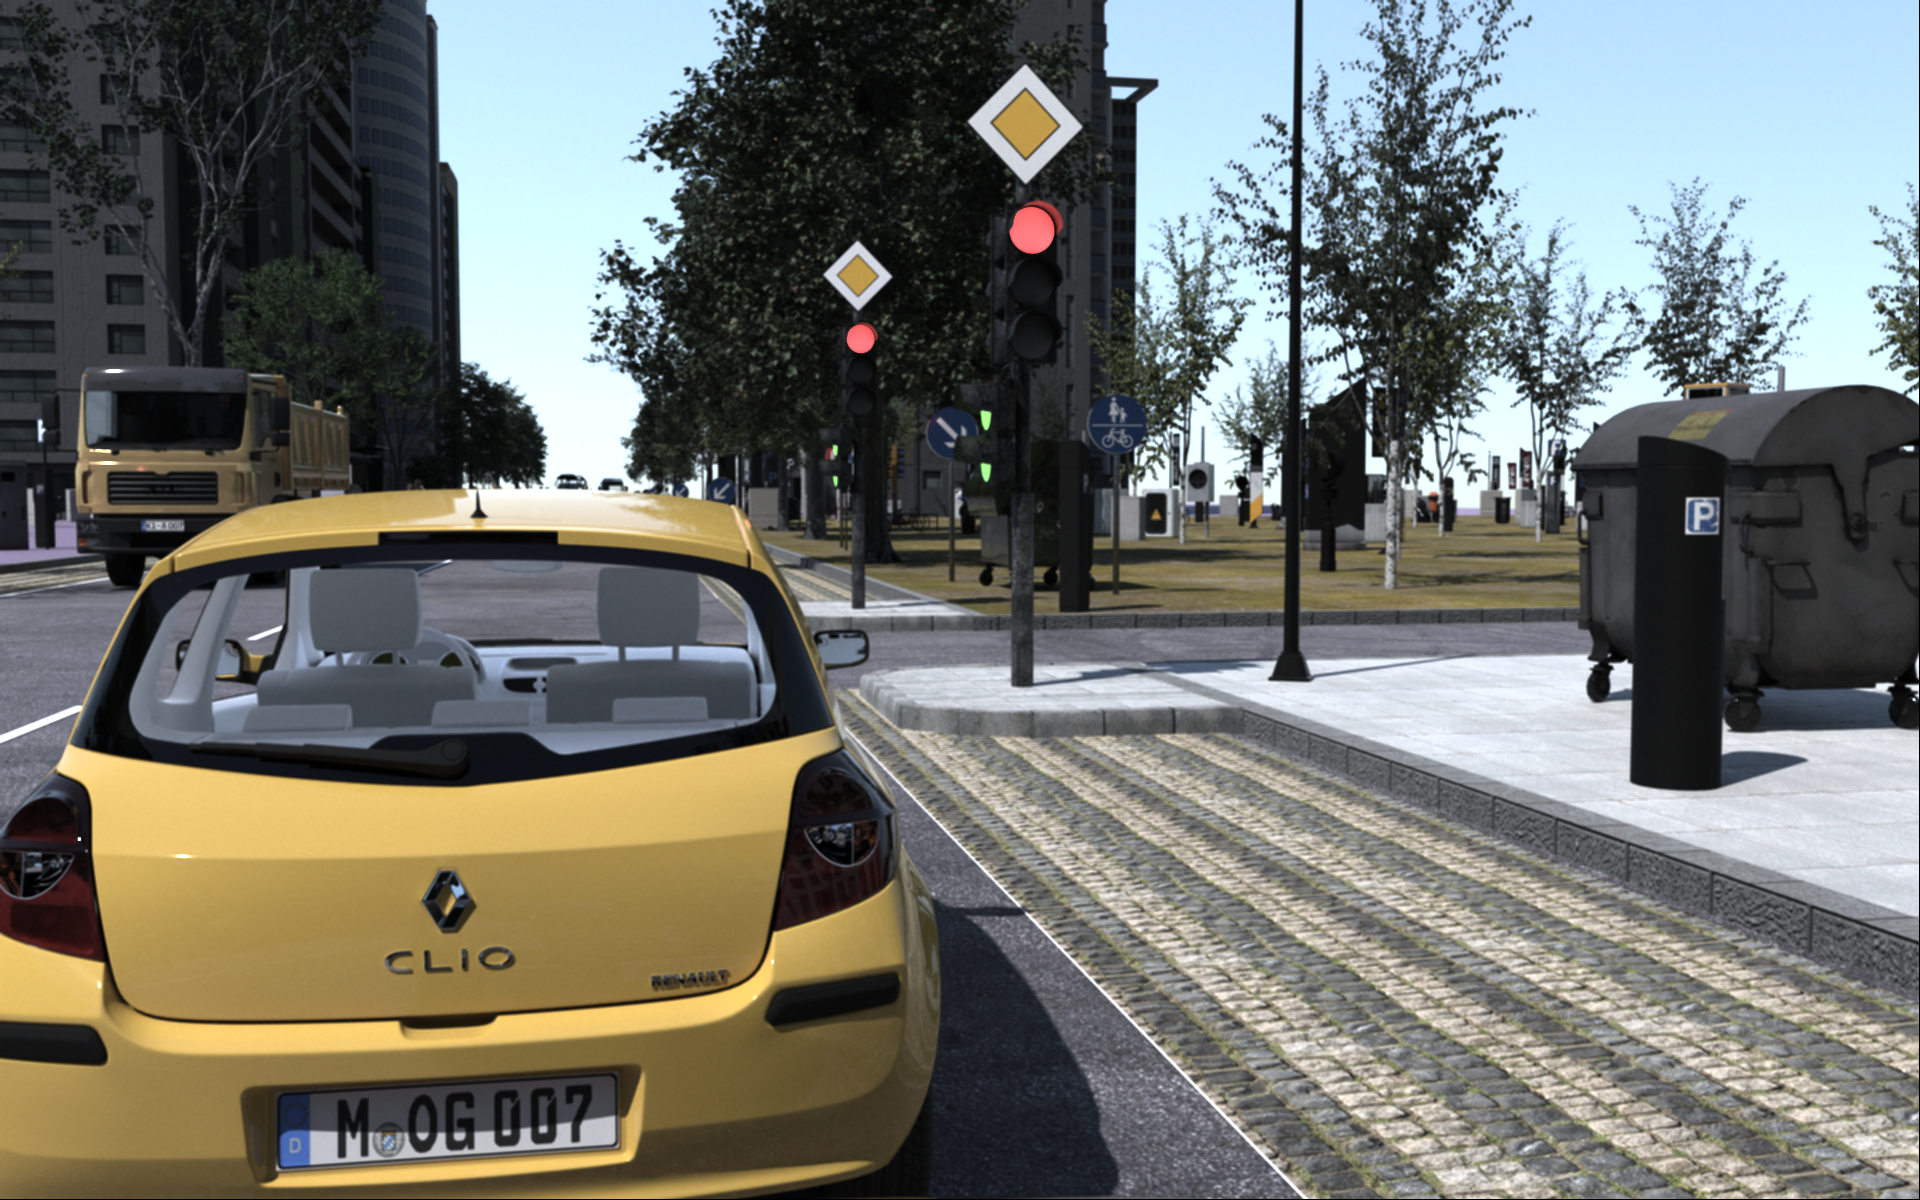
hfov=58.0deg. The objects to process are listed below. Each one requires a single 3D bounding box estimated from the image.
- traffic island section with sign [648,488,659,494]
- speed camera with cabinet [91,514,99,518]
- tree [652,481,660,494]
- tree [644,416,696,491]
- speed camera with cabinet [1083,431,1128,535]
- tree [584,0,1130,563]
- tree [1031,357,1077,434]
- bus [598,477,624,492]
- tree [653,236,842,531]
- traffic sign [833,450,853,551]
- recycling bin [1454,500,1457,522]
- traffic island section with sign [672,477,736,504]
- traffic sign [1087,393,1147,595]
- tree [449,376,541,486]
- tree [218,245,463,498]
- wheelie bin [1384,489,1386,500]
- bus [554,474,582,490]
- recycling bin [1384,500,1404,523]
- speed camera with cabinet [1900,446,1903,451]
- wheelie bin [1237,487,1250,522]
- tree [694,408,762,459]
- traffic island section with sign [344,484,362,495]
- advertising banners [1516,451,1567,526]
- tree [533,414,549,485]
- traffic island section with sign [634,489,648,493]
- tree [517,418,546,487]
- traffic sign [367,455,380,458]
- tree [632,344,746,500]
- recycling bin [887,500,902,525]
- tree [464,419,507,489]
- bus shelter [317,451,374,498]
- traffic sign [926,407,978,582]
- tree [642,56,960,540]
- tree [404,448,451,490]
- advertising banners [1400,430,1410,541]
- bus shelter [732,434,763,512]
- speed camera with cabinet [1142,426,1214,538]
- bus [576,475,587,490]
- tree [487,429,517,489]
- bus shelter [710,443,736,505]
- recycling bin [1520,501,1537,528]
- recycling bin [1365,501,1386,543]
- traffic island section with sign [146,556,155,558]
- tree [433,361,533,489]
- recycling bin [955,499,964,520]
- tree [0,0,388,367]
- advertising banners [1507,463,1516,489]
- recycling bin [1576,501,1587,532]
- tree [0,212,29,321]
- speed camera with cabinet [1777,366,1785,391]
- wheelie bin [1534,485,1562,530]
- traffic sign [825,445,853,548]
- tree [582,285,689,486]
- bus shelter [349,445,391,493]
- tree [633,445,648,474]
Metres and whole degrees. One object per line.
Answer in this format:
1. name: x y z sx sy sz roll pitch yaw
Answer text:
1. traffic island section with sign: -11.130 -3.642 68.180 1.989 1.847 2.006 -1 4 -11
2. speed camera with cabinet: -33.184 -4.518 68.203 2.038 3.252 0.660 1 4 8
3. tree: -39.283 -14.099 225.113 1.663 3.219 1.824 0 3 0
4. tree: -22.150 -11.339 135.761 4.360 8.622 3.978 0 3 0
5. speed camera with cabinet: 4.335 -3.686 54.609 2.038 3.252 0.660 -2 4 -34
6. tree: -1.626 -7.050 32.273 9.611 12.733 9.660 0 3 0
7. tree: 4.468 -8.744 93.334 4.360 8.622 3.978 0 3 0
8. bus: -41.779 -13.008 207.540 2.948 3.499 13.247 -1 4 -13
9. tree: -6.408 -8.613 58.957 7.486 12.596 7.792 0 3 0
10. traffic sign: -2.582 -2.271 39.258 0.606 2.300 0.079 0 4 -7
11. recycling bin: 22.710 -4.164 80.636 0.722 1.027 0.722 2 4 26
12. traffic island section with sign: -5.888 -2.025 41.738 1.989 1.847 2.006 -1 4 -11
13. traffic sign: 1.989 -1.340 22.009 0.768 2.556 0.104 0 4 -4
14. tree: -49.988 -17.115 186.491 9.857 13.997 8.962 0 3 0
15. tree: -26.683 -8.913 71.483 9.928 11.665 9.643 0 3 0
16. wheelie bin: 23.331 -5.250 93.746 0.980 1.594 0.693 -1 4 -14
17. bus: -47.854 -13.489 212.097 2.896 3.916 12.252 -1 4 -10
18. recycling bin: 19.097 -3.903 76.374 0.722 1.027 0.722 -1 4 -21
19. speed camera with cabinet: 31.103 -3.939 58.745 2.038 3.252 0.660 2 4 31
20. wheelie bin: 13.460 -4.474 81.055 0.980 1.594 0.693 1 4 11
21. tree: -12.082 -8.576 90.572 4.737 8.622 4.395 0 3 0
22. traffic island section with sign: -23.081 -3.503 65.903 1.989 1.847 2.006 -1 4 -11
23. advertising banners: 23.722 -4.542 70.444 2.074 3.025 0.090 -1 4 -9
24. tree: -59.659 -19.531 237.461 7.486 12.596 7.792 0 3 0
25. traffic island section with sign: -26.159 -8.274 143.905 1.989 1.847 2.006 -1 4 -11
26. tree: -58.519 -18.463 227.623 9.928 11.665 9.643 0 3 0
27. traffic sign: -31.278 -5.875 89.936 2.265 3.308 0.079 0 4 -8
28. tree: -14.620 -10.088 99.347 8.767 10.594 7.601 0 4 -6
29. recycling bin: -2.825 -3.680 72.719 0.722 1.027 0.722 0 4 -5
30. tree: -43.161 -12.637 156.974 4.360 8.622 3.978 0 3 0
31. bus shelter: -28.464 -5.264 79.998 2.014 3.302 5.546 -1 4 -11
32. traffic sign: -0.116 -1.544 25.355 0.768 2.556 0.104 0 4 -2
33. tree: -4.109 -8.694 48.797 9.857 13.997 8.962 0 3 0
34. tree: -37.478 -8.465 122.116 4.285 4.588 4.351 0 3 0
35. advertising banners: 11.895 -3.096 46.800 0.090 3.025 2.074 2 4 30
36. bus shelter: -8.758 -5.956 75.009 2.179 5.291 8.768 -1 4 -11
37. speed camera with cabinet: 6.344 -3.432 50.442 2.038 3.252 0.660 2 4 25
38. bus: -50.754 -14.534 229.169 2.896 3.916 12.252 -1 4 -11
39. tree: -32.790 -10.702 100.741 9.928 11.665 9.643 0 3 0
40. bus shelter: -10.913 -5.601 82.864 1.731 3.624 6.357 -1 4 -11
41. recycling bin: 21.478 -3.204 64.943 0.722 1.027 0.722 0 4 0
42. recycling bin: 10.918 -2.032 45.784 0.722 1.027 0.722 0 4 5
43. traffic island section with sign: -17.821 -1.881 39.380 1.989 1.847 2.006 -1 4 -11
44. tree: -41.416 -14.046 147.771 7.486 12.596 7.792 0 3 0
45. recycling bin: 0.158 -4.507 86.246 0.722 1.027 0.722 -3 5 -39
46. tree: -23.912 -11.931 50.954 12.611 20.169 13.585 0 3 0
47. advertising banners: 31.485 -6.131 96.422 2.074 3.025 0.090 0 4 5
48. recycling bin: 21.660 -2.867 59.431 0.722 1.027 0.722 -3 4 -38
49. tree: -18.571 -4.845 29.578 4.737 8.622 4.395 0 3 0
50. speed camera with cabinet: 13.284 -2.022 27.388 2.038 3.252 0.660 -2 4 -24
51. wheelie bin: 20.785 -3.269 61.362 0.980 1.594 0.693 0 4 -5
52. traffic sign: -2.835 -2.531 41.485 0.768 2.556 0.104 0 4 -5
53. tree: -26.465 -18.141 152.494 12.611 20.169 13.585 0 3 0
54. bus shelter: -29.598 -5.805 86.196 1.731 3.624 6.357 -1 4 -11
55. tree: -41.296 -19.046 237.155 9.928 11.665 9.643 0 3 0
